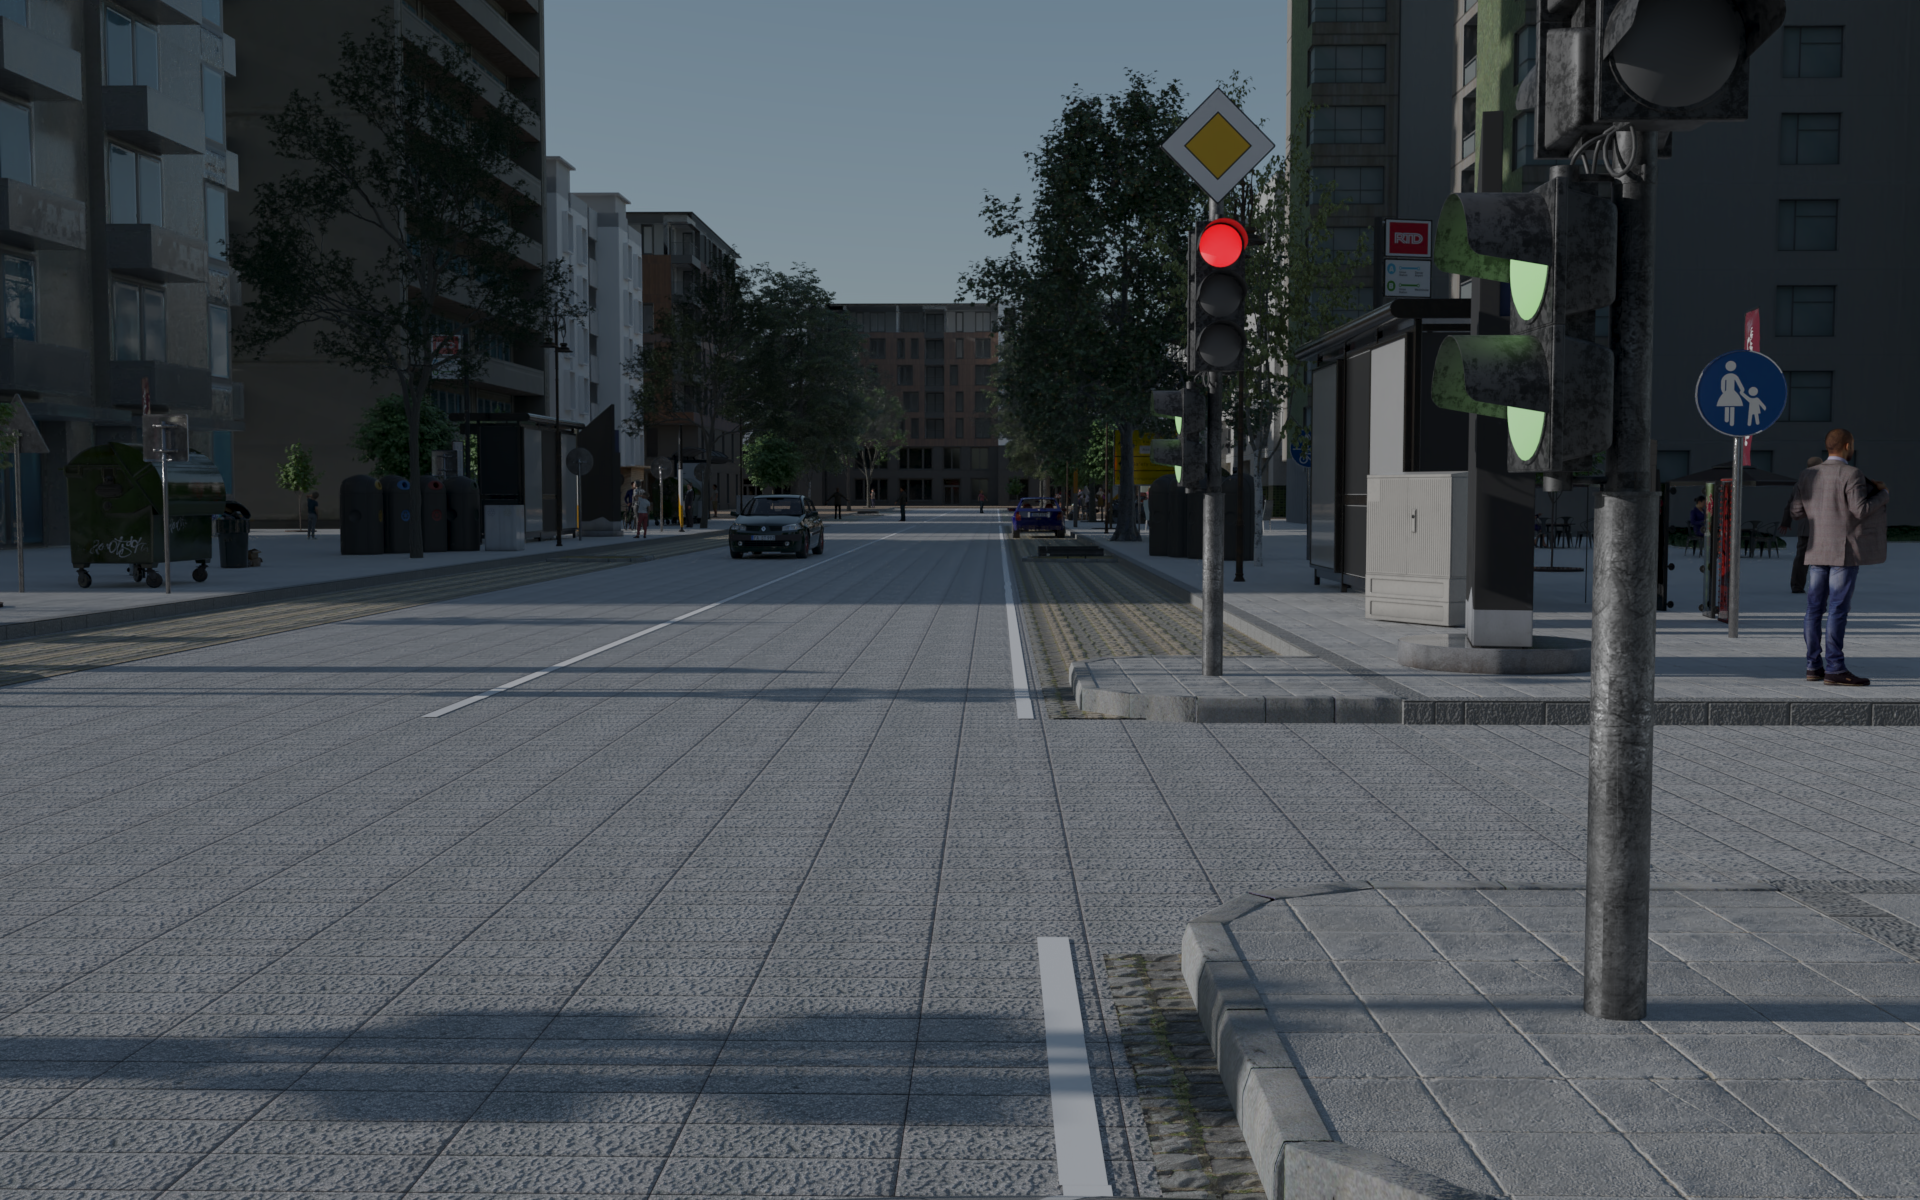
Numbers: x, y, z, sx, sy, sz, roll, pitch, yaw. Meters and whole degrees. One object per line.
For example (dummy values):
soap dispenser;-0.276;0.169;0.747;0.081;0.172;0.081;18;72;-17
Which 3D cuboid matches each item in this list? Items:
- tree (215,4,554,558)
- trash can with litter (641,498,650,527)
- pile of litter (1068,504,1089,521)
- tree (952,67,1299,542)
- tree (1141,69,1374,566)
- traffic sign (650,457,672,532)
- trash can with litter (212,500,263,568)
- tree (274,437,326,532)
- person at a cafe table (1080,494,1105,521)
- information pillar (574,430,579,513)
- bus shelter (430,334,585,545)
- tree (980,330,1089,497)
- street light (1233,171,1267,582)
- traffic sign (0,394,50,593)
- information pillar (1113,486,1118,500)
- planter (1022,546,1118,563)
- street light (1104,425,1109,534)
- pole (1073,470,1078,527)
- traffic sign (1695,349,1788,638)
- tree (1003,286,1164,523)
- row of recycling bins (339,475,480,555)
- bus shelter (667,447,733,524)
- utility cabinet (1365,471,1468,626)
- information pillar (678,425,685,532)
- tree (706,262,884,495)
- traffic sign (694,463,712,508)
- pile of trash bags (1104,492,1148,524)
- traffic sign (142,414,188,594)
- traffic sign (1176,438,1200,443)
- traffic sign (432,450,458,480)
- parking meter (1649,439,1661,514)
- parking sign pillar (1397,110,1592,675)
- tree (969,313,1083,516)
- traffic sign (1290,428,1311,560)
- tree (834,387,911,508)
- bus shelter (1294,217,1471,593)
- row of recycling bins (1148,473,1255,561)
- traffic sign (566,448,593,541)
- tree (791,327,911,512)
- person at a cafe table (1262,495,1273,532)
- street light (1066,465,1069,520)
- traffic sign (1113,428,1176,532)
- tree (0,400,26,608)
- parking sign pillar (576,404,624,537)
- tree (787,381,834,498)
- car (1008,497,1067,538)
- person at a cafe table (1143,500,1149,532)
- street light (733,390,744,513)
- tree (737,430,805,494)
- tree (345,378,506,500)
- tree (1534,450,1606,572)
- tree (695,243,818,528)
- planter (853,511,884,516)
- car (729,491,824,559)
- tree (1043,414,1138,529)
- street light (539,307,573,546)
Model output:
tree;-11.061;-6.100;34.144;8.767;10.594;7.601;1;4;21
trash can with litter;-12.508;-3.461;67.979;0.624;1.170;1.055;-1;4;-14
pile of litter;5.870;-4.307;84.385;1.176;0.858;1.719;3;4;38
tree;4.557;-7.956;47.081;9.611;12.733;9.660;0;3;0
tree;5.253;-4.887;30.261;4.737;8.622;4.395;0;3;0
traffic sign;-10.177;-3.603;59.014;0.768;2.556;0.104;0;4;7
trash can with litter;-12.654;-1.156;30.286;0.624;1.170;1.055;0;4;0
tree;-22.301;-3.928;58.818;1.663;3.219;1.824;0;3;0
person at a cafe table;6.509;-4.524;82.485;1.622;1.524;1.698;3;4;37
information pillar;-12.631;-4.005;56.837;0.183;3.616;0.504;-3;5;-43
bus shelter;-12.088;-4.185;46.061;2.179;5.291;8.768;0;4;1
tree;6.365;-13.342;124.795;9.857;13.997;8.962;0;3;0
street light;4.097;-3.207;25.223;0.468;5.910;1.993;0;4;1
traffic sign;-12.230;-1.376;22.501;0.884;2.594;0.081;1;4;9
information pillar;7.417;-5.659;83.883;0.504;3.616;0.183;-1;4;-21
planter;2.313;-0.965;36.925;1.991;0.319;1.994;0;4;1
street light;4.749;-5.087;55.960;0.468;5.910;1.993;0;4;1
pole;4.455;-4.459;66.754;0.158;3.312;0.155;0;3;0
traffic sign;6.903;-0.934;15.384;0.768;2.556;0.104;1;4;9
tree;6.132;-9.336;78.402;9.928;11.665;9.643;0;3;0
row of recycling bins;-12.017;-1.880;37.851;1.069;1.692;3.534;2;4;32
bus shelter;-11.550;-5.102;77.342;2.014;3.302;5.546;0;4;1
utility cabinet;4.511;-0.515;17.095;0.318;1.500;1.173;-2;4;-28
information pillar;-9.455;-4.116;58.652;0.183;3.616;0.504;-1;4;-16
tree;-8.941;-11.506;94.772;9.857;13.997;8.962;0;3;0
traffic sign;-10.509;-4.321;70.759;0.768;2.556;0.104;1;4;9
pile of trash bags;7.571;-4.042;75.836;1.912;1.369;3.447;1;4;21
traffic sign;-10.189;-1.229;22.229;0.606;2.300;0.079;0;4;6
traffic sign;4.902;-2.299;37.687;0.768;2.556;0.104;1;4;9
traffic sign;-11.945;-2.328;40.187;0.606;2.300;0.079;0;4;2
parking meter;6.217;-0.625;15.923;0.399;1.863;0.255;1;4;20
parking sign pillar;4.031;-1.493;12.884;1.447;3.967;1.447;1;4;14
tree;6.192;-11.758;102.619;12.009;13.543;11.850;0;3;0
traffic sign;6.769;-2.047;33.568;0.768;2.556;0.104;1;4;9
tree;-8.389;-14.324;159.953;9.928;11.665;9.643;0;3;0
bus shelter;5.765;-2.766;22.855;2.179;5.291;8.768;0;4;1
row of recycling bins;4.859;-1.688;34.715;1.069;1.692;3.534;-1;4;-23
traffic sign;-10.436;-2.899;47.512;0.768;2.556;0.104;0;4;3
tree;-8.323;-13.281;127.520;12.009;13.543;11.850;0;3;0
person at a cafe table;9.899;-3.088;59.010;1.698;1.524;1.622;-3;5;-42
street light;5.372;-6.955;86.504;0.468;5.910;1.993;0;4;1
traffic sign;5.892;-3.660;53.721;2.265;3.308;0.079;0;4;5
tree;-11.213;-1.509;19.271;1.663;3.219;1.824;0;3;0
parking sign pillar;-10.909;-3.906;52.341;1.447;3.967;1.447;2;4;25
tree;-9.259;-9.461;105.044;4.360;8.622;3.978;0;3;0
car;2.571;-2.732;57.241;1.945;1.354;3.894;0;4;1
person at a cafe table;7.093;-3.093;59.079;1.622;1.524;1.698;-1;4;-15
street light;-9.199;-6.114;72.757;0.468;5.910;1.993;0;4;1
tree;-9.233;-6.176;84.695;4.285;4.588;4.351;0;3;0
tree;-15.555;-3.975;48.708;4.285;4.588;4.351;0;3;0
tree;10.017;-2.092;28.808;1.663;3.219;1.824;0;3;0
tree;-9.273;-7.948;64.355;7.601;10.594;8.767;1;4;18
planter;-6.029;-5.696;114.261;1.991;0.319;1.994;0;4;1
car;-4.179;-1.833;39.753;2.009;1.686;4.222;0;4;3
tree;5.582;-4.873;63.382;4.285;4.588;4.351;0;3;0
street light;-9.860;-4.260;42.432;0.468;5.910;1.993;0;4;1
